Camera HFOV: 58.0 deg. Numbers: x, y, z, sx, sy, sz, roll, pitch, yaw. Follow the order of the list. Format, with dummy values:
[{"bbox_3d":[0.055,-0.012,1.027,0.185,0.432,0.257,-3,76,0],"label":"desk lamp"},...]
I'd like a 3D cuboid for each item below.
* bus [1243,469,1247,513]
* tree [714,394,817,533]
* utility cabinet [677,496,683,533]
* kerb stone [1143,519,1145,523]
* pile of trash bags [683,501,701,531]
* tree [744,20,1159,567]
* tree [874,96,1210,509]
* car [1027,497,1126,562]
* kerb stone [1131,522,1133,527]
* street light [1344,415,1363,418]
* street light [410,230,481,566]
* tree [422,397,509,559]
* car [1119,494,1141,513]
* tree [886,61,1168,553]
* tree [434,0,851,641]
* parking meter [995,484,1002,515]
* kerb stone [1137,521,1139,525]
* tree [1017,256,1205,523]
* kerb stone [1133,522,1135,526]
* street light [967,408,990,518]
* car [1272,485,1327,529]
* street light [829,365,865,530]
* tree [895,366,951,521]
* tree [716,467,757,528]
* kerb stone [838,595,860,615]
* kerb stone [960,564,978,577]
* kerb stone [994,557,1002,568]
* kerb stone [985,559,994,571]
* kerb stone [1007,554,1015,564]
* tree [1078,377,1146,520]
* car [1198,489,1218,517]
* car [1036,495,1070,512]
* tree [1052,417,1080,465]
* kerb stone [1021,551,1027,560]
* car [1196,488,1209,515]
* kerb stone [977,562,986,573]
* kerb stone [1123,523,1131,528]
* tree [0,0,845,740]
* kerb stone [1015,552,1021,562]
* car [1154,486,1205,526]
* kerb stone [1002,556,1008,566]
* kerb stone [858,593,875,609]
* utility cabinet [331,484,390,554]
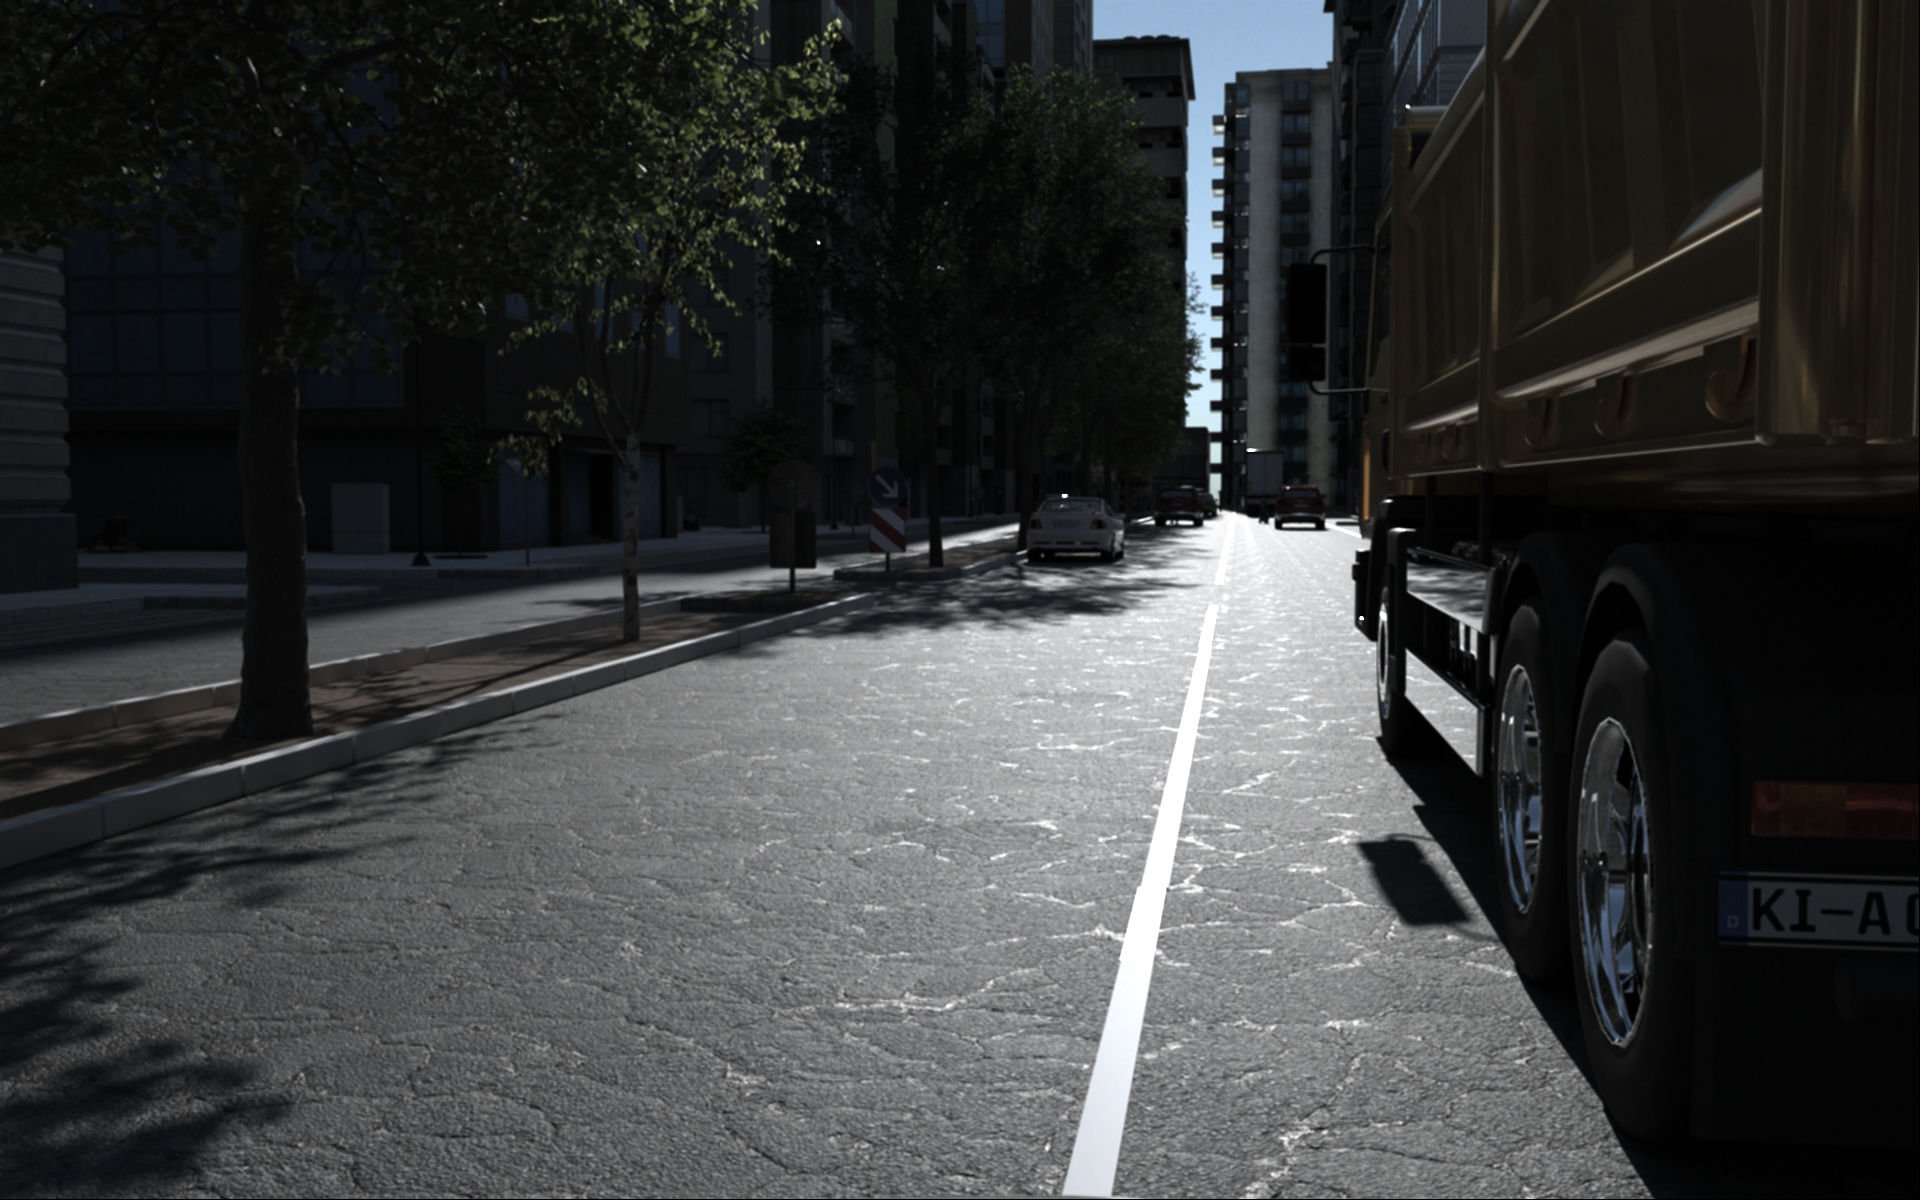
[{"bbox_3d":[22.803,-8.510,130.680,2.896,3.916,12.252,1,4,10],"label":"bus"},{"bbox_3d":[-6.422,-4.492,57.153,4.285,4.588,4.351,0,3,0],"label":"tree"},{"bbox_3d":[-9.638,-2.802,56.981,1.020,1.237,0.306,-2,4,-30],"label":"utility cabinet"},{"bbox_3d":[8.758,-3.790,84.160,0.120,0.150,1.000,1,4,9],"label":"kerb stone"},{"bbox_3d":[-10.709,-3.050,59.620,1.912,1.369,3.447,3,4,38],"label":"pile of trash bags"},{"bbox_3d":[-0.369,-5.876,32.942,8.767,10.594,7.601,1,4,9],"label":"tree"},{"bbox_3d":[2.555,-8.584,53.174,12.009,13.543,11.850,0,3,0],"label":"tree"},{"bbox_3d":[2.585,-1.578,38.162,2.083,1.381,4.827,1,4,10],"label":"car"},{"bbox_3d":[7.300,-3.231,75.029,0.120,0.150,1.000,1,4,9],"label":"kerb stone"},{"bbox_3d":[23.254,-7.900,101.712,1.470,5.913,1.316,1,4,9],"label":"street light"},{"bbox_3d":[-9.094,-3.554,30.657,1.470,5.913,1.316,1,4,9],"label":"street light"},{"bbox_3d":[-10.052,-2.437,34.447,1.663,3.219,1.824,0,3,0],"label":"tree"},{"bbox_3d":[13.170,-7.654,134.934,2.009,1.686,4.222,0,4,8],"label":"car"},{"bbox_3d":[1.665,-6.932,41.544,9.928,11.665,9.643,0,3,0],"label":"tree"},{"bbox_3d":[-3.174,-3.915,16.829,4.360,8.622,3.978,0,3,0],"label":"tree"},{"bbox_3d":[2.344,-6.061,104.816,0.399,1.863,0.255,-3,4,-38],"label":"parking meter"},{"bbox_3d":[7.948,-3.479,79.079,0.120,0.150,1.000,1,4,9],"label":"kerb stone"},{"bbox_3d":[6.139,-9.315,72.882,7.486,12.596,7.792,0,3,0],"label":"tree"},{"bbox_3d":[7.463,-3.294,76.045,0.120,0.150,1.000,1,4,9],"label":"kerb stone"},{"bbox_3d":[1.097,-7.427,93.974,1.470,5.913,1.316,1,4,9],"label":"street light"},{"bbox_3d":[14.178,-3.895,72.355,2.281,1.827,5.304,1,4,10],"label":"car"},{"bbox_3d":[-3.999,-5.481,62.151,1.470,5.913,1.316,1,4,9],"label":"street light"},{"bbox_3d":[-2.475,-8.126,83.223,4.737,8.622,4.395,0,3,0],"label":"tree"},{"bbox_3d":[-8.424,-4.321,65.242,1.663,3.219,1.824,0,3,0],"label":"tree"},{"bbox_3d":[-1.407,0.080,20.894,0.120,0.150,1.000,1,4,9],"label":"kerb stone"},{"bbox_3d":[0.140,-0.505,30.480,0.120,0.150,1.000,1,4,9],"label":"kerb stone"},{"bbox_3d":[0.628,-0.691,33.516,0.120,0.150,1.000,1,4,9],"label":"kerb stone"},{"bbox_3d":[0.457,-0.631,32.508,0.120,0.150,1.000,1,4,9],"label":"kerb stone"},{"bbox_3d":[0.950,-0.816,35.544,0.120,0.150,1.000,1,4,9],"label":"kerb stone"},{"bbox_3d":[7.321,-7.787,80.136,4.360,8.622,3.978,0,3,0],"label":"tree"},{"bbox_3d":[15.573,-6.268,111.283,1.959,1.807,4.718,1,4,11],"label":"car"},{"bbox_3d":[4.981,-4.750,89.662,2.014,1.417,4.499,1,4,9],"label":"car"},{"bbox_3d":[9.272,-12.694,157.905,4.737,8.622,4.395,0,3,0],"label":"tree"},{"bbox_3d":[1.275,-0.940,37.566,0.120,0.150,1.000,1,4,9],"label":"kerb stone"},{"bbox_3d":[15.916,-6.676,117.825,2.281,1.827,5.304,1,4,8],"label":"car"},{"bbox_3d":[0.293,-0.568,31.490,0.120,0.150,1.000,1,4,9],"label":"kerb stone"},{"bbox_3d":[7.130,-3.169,74.016,0.120,0.150,1.000,1,4,9],"label":"kerb stone"},{"bbox_3d":[-4.090,-5.487,10.301,7.486,12.596,7.792,0,3,0],"label":"tree"},{"bbox_3d":[1.108,-0.877,36.557,0.120,0.150,1.000,1,4,9],"label":"kerb stone"},{"bbox_3d":[9.999,-4.294,78.881,2.281,1.827,5.304,1,4,10],"label":"car"},{"bbox_3d":[0.784,-0.754,34.531,0.120,0.150,1.000,1,4,9],"label":"kerb stone"},{"bbox_3d":[-1.239,0.018,21.906,0.120,0.150,1.000,1,4,9],"label":"kerb stone"},{"bbox_3d":[-12.764,-1.726,36.904,1.173,1.500,0.318,1,4,11],"label":"utility cabinet"}]
